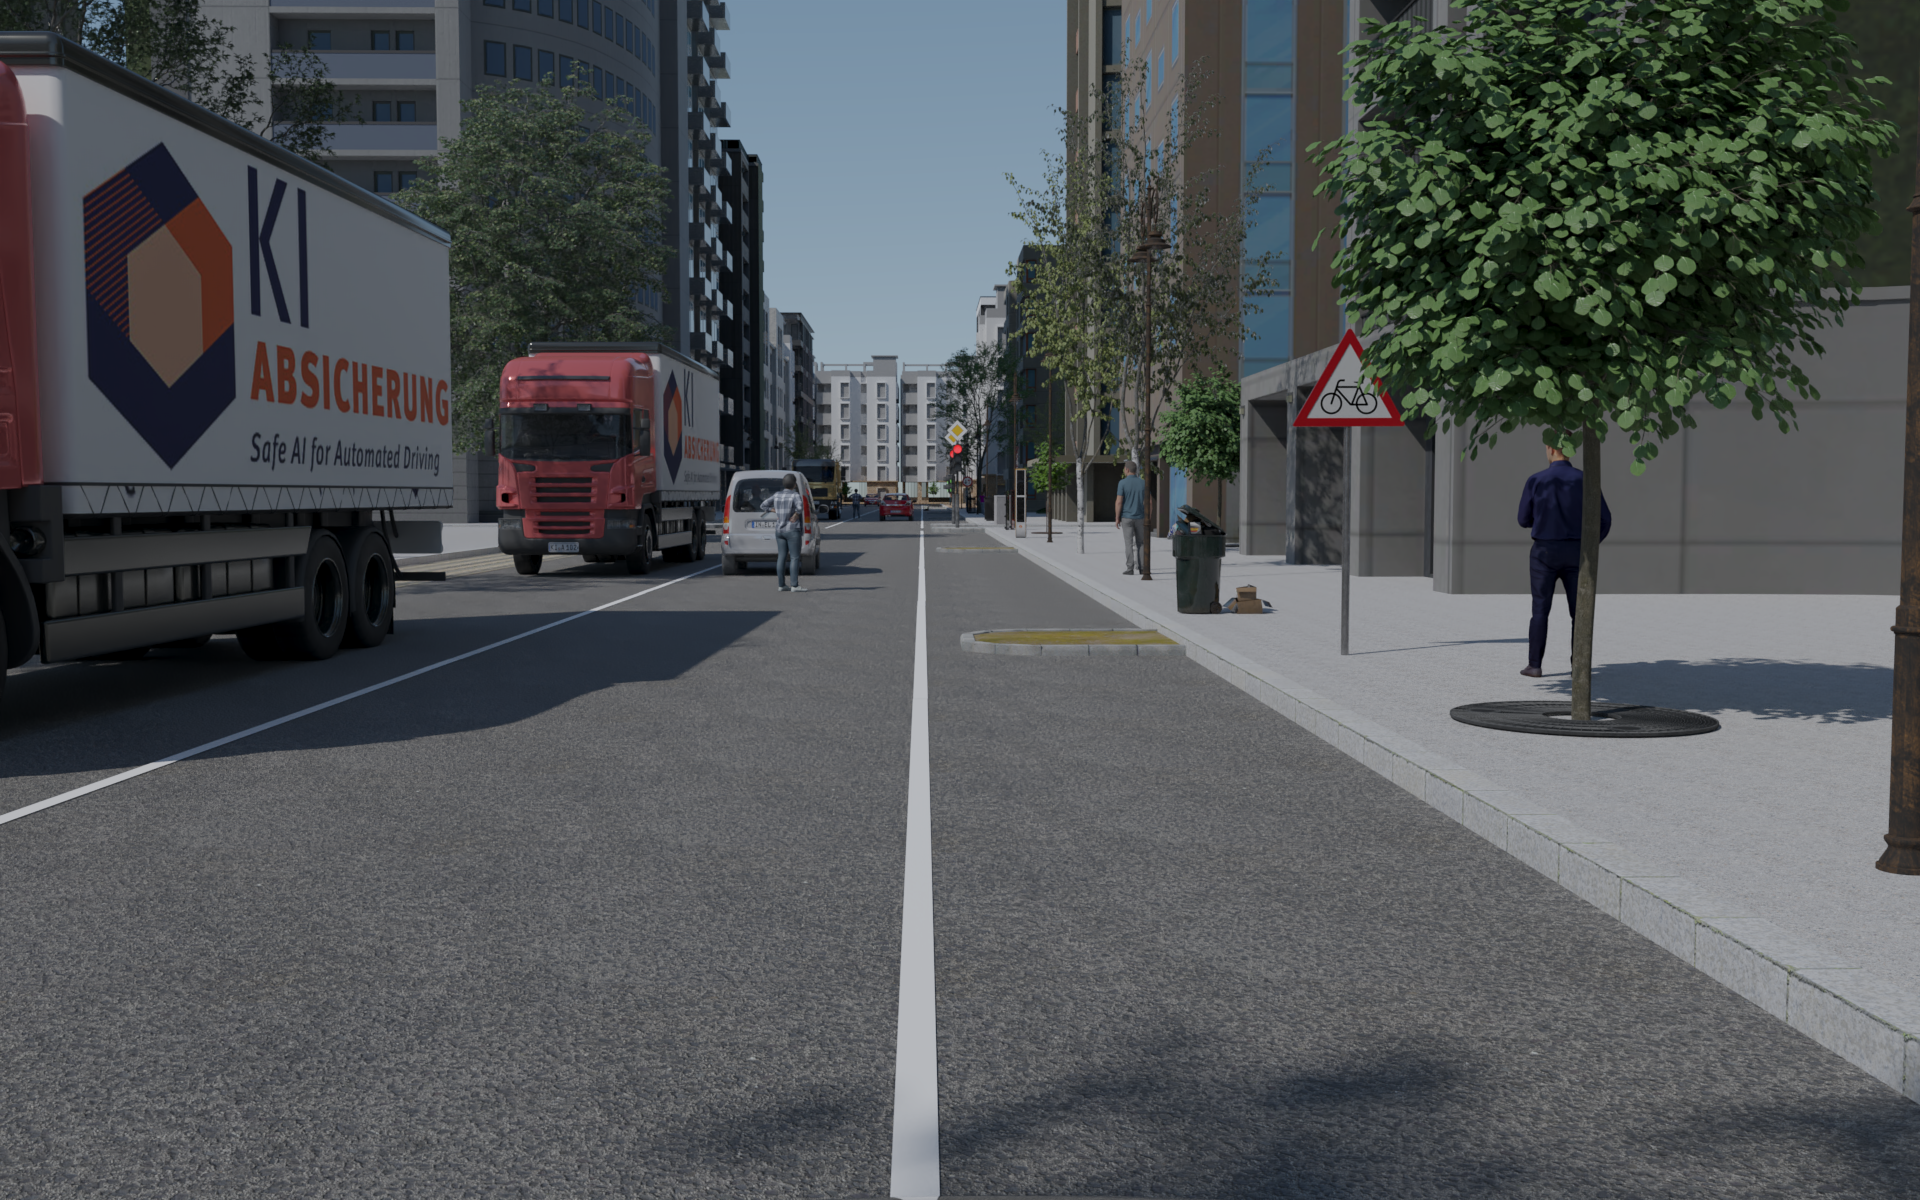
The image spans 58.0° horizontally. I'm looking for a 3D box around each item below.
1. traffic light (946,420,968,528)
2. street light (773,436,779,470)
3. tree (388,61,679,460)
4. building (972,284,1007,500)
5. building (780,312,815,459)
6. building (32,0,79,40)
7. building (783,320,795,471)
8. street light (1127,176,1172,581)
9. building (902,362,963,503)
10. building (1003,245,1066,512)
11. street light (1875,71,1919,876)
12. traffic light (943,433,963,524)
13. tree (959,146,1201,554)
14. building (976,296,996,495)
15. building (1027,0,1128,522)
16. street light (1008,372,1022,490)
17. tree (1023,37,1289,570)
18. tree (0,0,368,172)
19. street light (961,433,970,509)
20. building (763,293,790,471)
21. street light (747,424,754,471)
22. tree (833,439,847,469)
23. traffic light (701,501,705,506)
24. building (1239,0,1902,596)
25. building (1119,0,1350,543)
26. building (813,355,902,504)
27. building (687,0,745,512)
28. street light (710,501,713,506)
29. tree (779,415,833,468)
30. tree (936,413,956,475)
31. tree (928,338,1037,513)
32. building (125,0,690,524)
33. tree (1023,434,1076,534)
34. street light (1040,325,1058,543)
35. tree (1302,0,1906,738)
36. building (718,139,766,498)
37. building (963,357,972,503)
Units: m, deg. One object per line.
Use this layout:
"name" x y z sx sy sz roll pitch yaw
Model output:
"traffic light" -0.116 -4.702 65.794 0.839 4.253 0.868 0 4 -1
"street light" -14.292 -9.913 134.861 0.468 5.910 1.993 0 4 -1
"tree" -13.019 -8.850 51.351 9.857 13.997 8.962 0 3 0
"building" 9.583 -18.694 162.061 16.016 20.091 11.380 0 4 -1
"building" -34.404 -22.281 208.266 32.646 21.610 27.936 0 4 -1
"building" -50.759 -18.872 80.253 14.107 30.474 14.160 0 4 -1
"building" -25.682 -20.147 185.824 16.016 20.091 11.380 0 4 -1
"street light" 2.781 -3.230 25.602 0.468 5.910 1.993 0 4 -1
"building" -2.631 -23.623 242.653 11.380 20.091 16.016 0 4 -1
"building" 17.892 -17.739 135.078 27.650 21.520 28.899 0 4 -1
"street light" 3.222 -2.015 5.727 0.468 5.910 1.993 0 4 -1
"traffic light" -0.290 -5.190 73.777 0.839 4.253 0.868 0 4 -1
"tree" 2.688 -5.288 36.829 4.737 8.622 4.395 0 3 0
"building" 15.691 -21.499 195.486 27.936 21.610 32.646 0 4 -1
"building" 18.058 -26.426 86.693 28.867 44.769 22.147 0 4 -1
"street light" 2.083 -5.669 65.478 0.468 5.910 1.993 0 4 -1
"tree" 3.181 -4.809 28.995 4.360 8.622 3.978 0 3 0
"tree" -12.776 -5.464 23.750 7.601 10.594 8.767 1 4 21
"street light" 0.537 -9.518 128.407 0.468 5.910 1.993 0 4 -1
"building" -25.776 -18.220 164.353 16.747 18.905 31.486 0 4 -1
"street light" -13.885 -8.672 114.581 0.468 5.910 1.993 0 4 -1
"tree" -17.105 -16.861 226.031 4.737 8.622 4.395 0 3 0
"traffic light" -10.909 -5.175 73.531 0.839 4.253 0.868 0 4 -1
"building" 16.379 -35.868 24.701 20.563 71.187 20.611 0 4 -1
"building" 12.472 -24.505 50.770 14.600 45.320 14.200 0 4 -1
"building" -14.266 -23.594 242.183 11.380 20.091 16.016 0 4 -1
"building" -27.583 -30.479 117.942 23.786 49.044 30.456 0 4 -1
"street light" -13.424 -7.385 93.525 0.468 5.910 1.993 0 4 -1
"tree" -14.727 -12.928 161.733 4.737 8.622 4.395 0 3 0
"tree" 0.339 -11.538 139.001 4.737 8.622 4.395 0 3 0
"tree" 1.379 -11.582 115.128 9.928 11.665 9.643 0 3 0
"building" -26.196 -33.353 87.321 21.231 58.520 28.212 0 4 -1
"tree" 2.807 -3.740 55.759 1.663 3.219 1.824 0 3 0
"street light" 2.381 -4.458 45.679 0.468 5.910 1.993 0 4 -1
"tree" 3.451 -1.583 9.603 4.285 4.588 4.351 0 3 0
"building" -23.549 -22.581 140.905 14.160 30.474 14.107 0 4 -1
"building" 8.861 -22.076 217.361 16.016 20.091 11.380 0 4 -1
